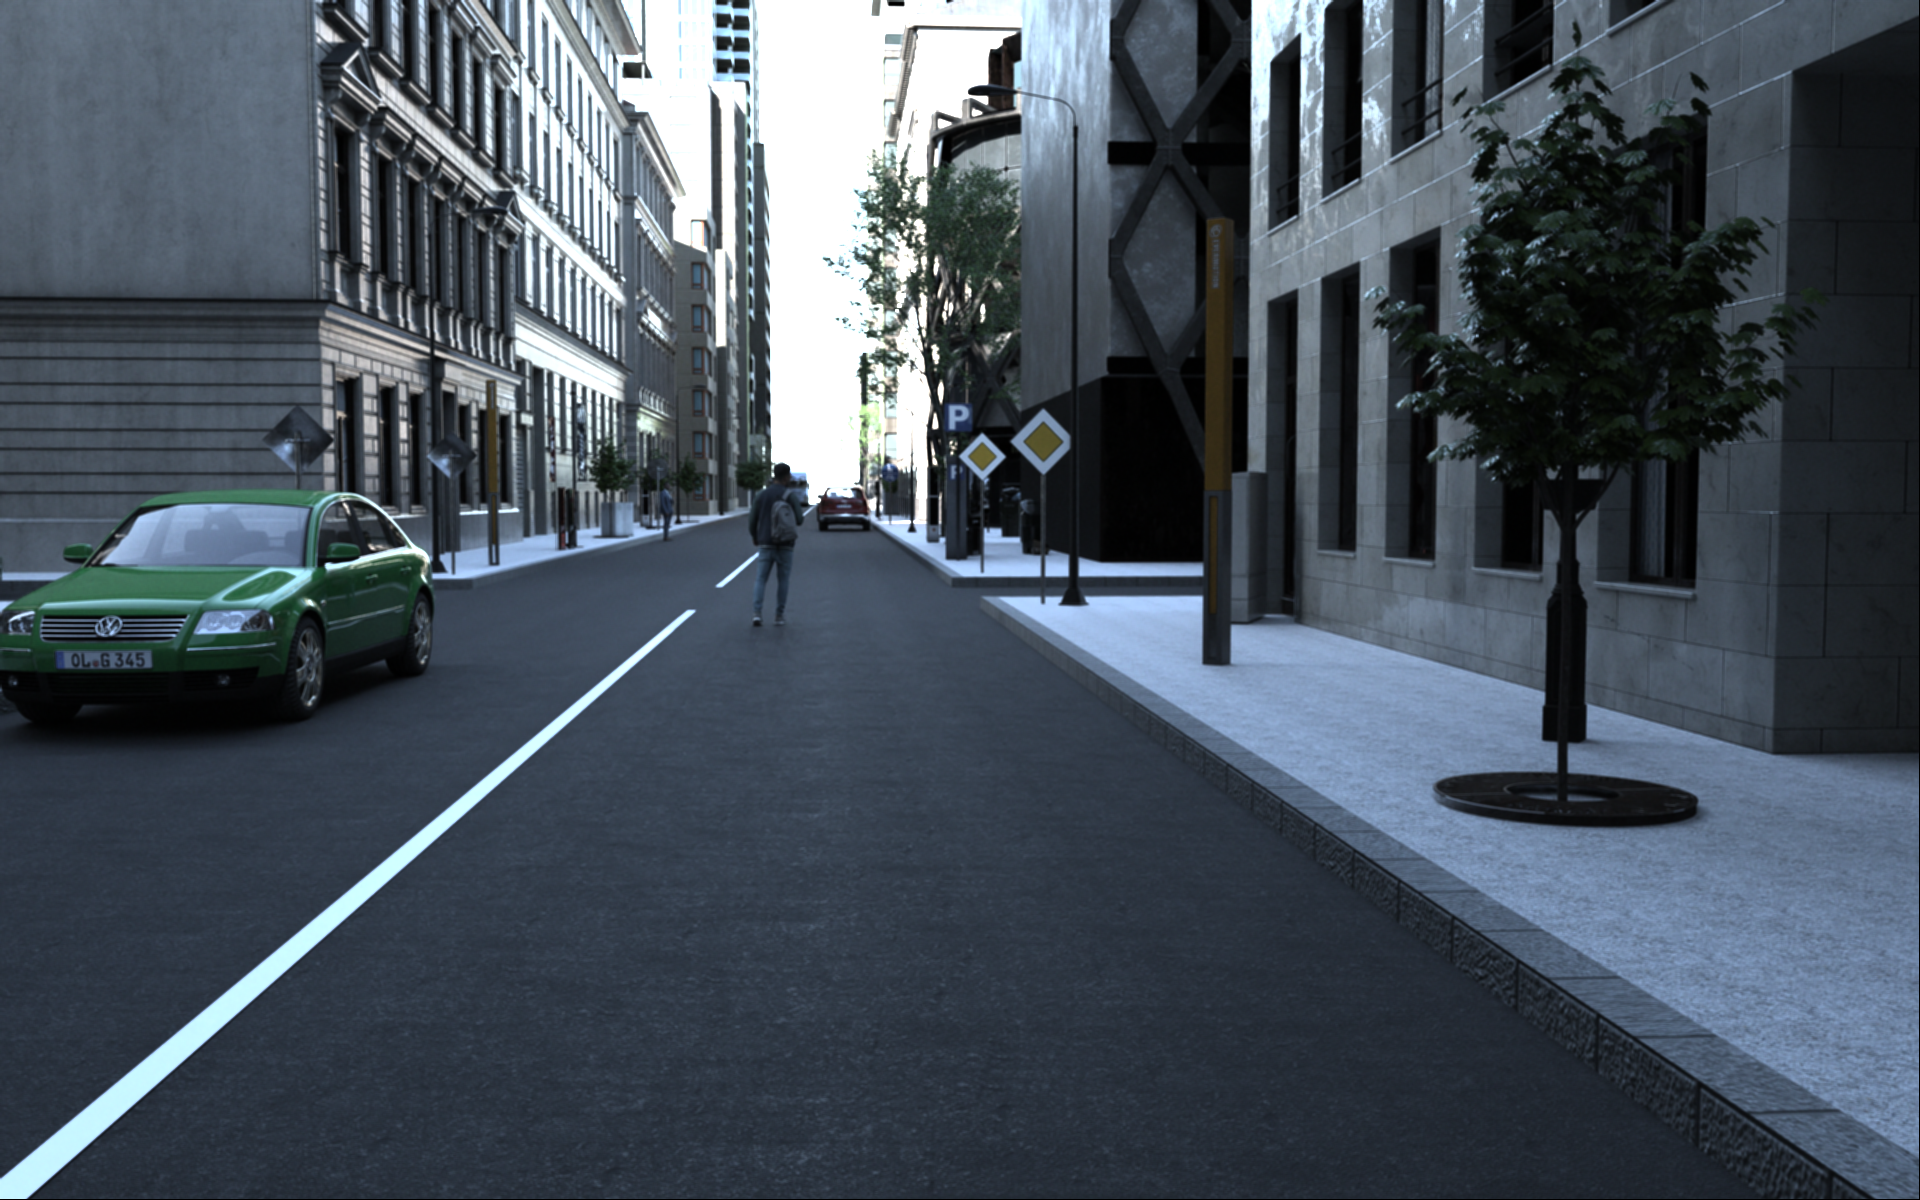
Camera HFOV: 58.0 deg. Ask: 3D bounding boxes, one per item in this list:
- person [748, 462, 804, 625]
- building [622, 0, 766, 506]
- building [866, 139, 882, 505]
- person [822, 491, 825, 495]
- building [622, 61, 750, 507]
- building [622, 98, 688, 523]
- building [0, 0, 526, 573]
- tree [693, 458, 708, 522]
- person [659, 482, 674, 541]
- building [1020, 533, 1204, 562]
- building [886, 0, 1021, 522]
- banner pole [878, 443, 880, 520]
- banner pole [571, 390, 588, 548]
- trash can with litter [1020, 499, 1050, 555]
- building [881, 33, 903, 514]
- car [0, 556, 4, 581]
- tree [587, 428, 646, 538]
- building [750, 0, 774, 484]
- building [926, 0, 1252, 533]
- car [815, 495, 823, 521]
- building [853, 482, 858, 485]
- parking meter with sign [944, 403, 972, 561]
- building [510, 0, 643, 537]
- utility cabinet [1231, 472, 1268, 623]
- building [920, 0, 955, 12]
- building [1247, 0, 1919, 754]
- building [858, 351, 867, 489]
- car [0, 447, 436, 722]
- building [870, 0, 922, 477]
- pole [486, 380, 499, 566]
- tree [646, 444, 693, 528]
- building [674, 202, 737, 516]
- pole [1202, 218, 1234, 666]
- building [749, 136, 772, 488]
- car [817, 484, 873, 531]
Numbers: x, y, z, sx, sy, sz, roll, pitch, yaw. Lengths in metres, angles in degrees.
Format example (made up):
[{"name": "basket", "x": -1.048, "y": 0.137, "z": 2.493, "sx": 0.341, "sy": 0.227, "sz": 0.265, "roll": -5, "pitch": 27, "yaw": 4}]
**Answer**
[{"name": "person", "x": -2.019, "y": -0.623, "z": 19.028, "sx": 0.623, "sy": 1.781, "sz": 0.721, "roll": 0, "pitch": 4, "yaw": -3}, {"name": "building", "x": -33.597, "y": -54.232, "z": 199.372, "sx": 22.319, "sy": 86.520, "sz": 31.000, "roll": 0, "pitch": 4, "yaw": -4}, {"name": "building", "x": -3.911, "y": -31.744, "z": 202.616, "sx": 14.154, "sy": 41.232, "sz": 14.086, "roll": 0, "pitch": 4, "yaw": -4}, {"name": "person", "x": -16.176, "y": -12.145, "z": 207.037, "sx": 1.348, "sy": 1.831, "sz": 0.705, "roll": 0, "pitch": 4, "yaw": -1}, {"name": "building", "x": -27.676, "y": -29.542, "z": 166.609, "sx": 14.154, "sy": 41.232, "sz": 14.086, "roll": 0, "pitch": 4, "yaw": -4}, {"name": "building", "x": -20.252, "y": -15.324, "z": 86.711, "sx": 11.583, "sy": 22.565, "sz": 21.152, "roll": 0, "pitch": 4, "yaw": -4}, {"name": "building", "x": -15.789, "y": -10.528, "z": 36.754, "sx": 10.561, "sy": 19.102, "sz": 19.286, "roll": 0, "pitch": 4, "yaw": -4}, {"name": "tree", "x": -12.254, "y": -5.150, "z": 78.802, "sx": 1.663, "sy": 3.219, "sz": 1.824, "roll": 0, "pitch": 3, "yaw": 0}, {"name": "person", "x": -9.058, "y": -2.737, "z": 53.439, "sx": 0.419, "sy": 1.800, "sz": 0.721, "roll": 0, "pitch": 4, "yaw": 5}, {"name": "building", "x": 10.569, "y": -10.410, "z": 37.657, "sx": 16.811, "sy": 18.784, "sz": 16.820, "roll": 0, "pitch": 4, "yaw": -4}, {"name": "building", "x": 2.821, "y": -17.936, "z": 90.521, "sx": 12.463, "sy": 27.353, "sz": 25.104, "roll": 0, "pitch": 4, "yaw": -4}, {"name": "banner pole", "x": -3.966, "y": -5.795, "z": 84.768, "sx": 0.401, "sy": 3.779, "sz": 0.863, "roll": 0, "pitch": 4, "yaw": -6}, {"name": "banner pole", "x": -9.205, "y": -3.169, "z": 41.828, "sx": 0.401, "sy": 3.779, "sz": 0.863, "roll": 1, "pitch": 4, "yaw": 16}, {"name": "trash can with litter", "x": 1.669, "y": -1.558, "z": 36.855, "sx": 0.624, "sy": 1.170, "sz": 1.055, "roll": -1, "pitch": 4, "yaw": -16}, {"name": "building", "x": 1.838, "y": -20.879, "z": 113.079, "sx": 14.160, "sy": 30.474, "sz": 14.107, "roll": 0, "pitch": 4, "yaw": -4}, {"name": "car", "x": -15.792, "y": -0.732, "z": 23.760, "sx": 4.920, "sy": 1.459, "sz": 2.131, "roll": 0, "pitch": 4, "yaw": -4}, {"name": "tree", "x": -10.238, "y": -3.439, "z": 50.834, "sx": 1.663, "sy": 3.219, "sz": 1.824, "roll": 0, "pitch": 3, "yaw": 0}, {"name": "building", "x": -36.596, "y": -49.492, "z": 247.445, "sx": 20.563, "sy": 71.187, "sz": 20.611, "roll": 0, "pitch": 4, "yaw": -4}, {"name": "building", "x": 6.975, "y": -12.382, "z": 69.890, "sx": 16.820, "sy": 18.784, "sz": 16.811, "roll": 0, "pitch": 4, "yaw": -4}, {"name": "car", "x": -6.797, "y": -5.090, "z": 93.014, "sx": 2.009, "sy": 1.686, "sz": 4.222, "roll": 0, "pitch": 4, "yaw": -3}, {"name": "building", "x": 0.643, "y": -34.211, "z": 251.230, "sx": 32.217, "sy": 40.220, "sz": 23.993, "roll": 0, "pitch": 4, "yaw": -4}, {"name": "parking meter with sign", "x": -0.054, "y": -2.317, "z": 34.138, "sx": 0.543, "sy": 3.016, "sz": 1.738, "roll": 0, "pitch": 4, "yaw": -1}, {"name": "building", "x": -20.814, "y": -13.929, "z": 61.027, "sx": 16.112, "sy": 22.955, "sz": 30.059, "roll": 0, "pitch": 4, "yaw": -4}, {"name": "utility cabinet", "x": 2.871, "y": -0.544, "z": 17.571, "sx": 0.318, "sy": 1.500, "sz": 1.173, "roll": 1, "pitch": 4, "yaw": 19}, {"name": "building", "x": 5.745, "y": -50.258, "z": 134.389, "sx": 22.319, "sy": 86.520, "sz": 31.000, "roll": 0, "pitch": 4, "yaw": -4}, {"name": "building", "x": 8.995, "y": -9.537, "z": 10.678, "sx": 10.420, "sy": 20.320, "sz": 16.860, "roll": 0, "pitch": 4, "yaw": -4}, {"name": "building", "x": 0.847, "y": -23.260, "z": 225.344, "sx": 27.650, "sy": 21.520, "sz": 28.899, "roll": 0, "pitch": 4, "yaw": -4}, {"name": "car", "x": -5.068, "y": -0.215, "z": 12.316, "sx": 1.959, "sy": 1.807, "sz": 4.718, "roll": 0, "pitch": 4, "yaw": -3}, {"name": "building", "x": 6.208, "y": -35.198, "z": 164.732, "sx": 28.713, "sy": 52.752, "sz": 27.495, "roll": 0, "pitch": 4, "yaw": -4}, {"name": "pole", "x": -8.389, "y": -2.277, "z": 31.077, "sx": 0.158, "sy": 3.312, "sz": 0.155, "roll": 0, "pitch": 3, "yaw": 0}, {"name": "tree", "x": -11.430, "y": -4.377, "z": 66.164, "sx": 1.663, "sy": 3.219, "sz": 1.824, "roll": 0, "pitch": 3, "yaw": 0}, {"name": "building", "x": -29.888, "y": -16.587, "z": 116.243, "sx": 27.650, "sy": 21.520, "sz": 28.899, "roll": 0, "pitch": 4, "yaw": -4}, {"name": "pole", "x": 1.933, "y": -1.169, "z": 12.951, "sx": 0.158, "sy": 3.312, "sz": 0.155, "roll": 0, "pitch": 3, "yaw": 0}, {"name": "building", "x": -35.752, "y": -36.880, "z": 226.694, "sx": 21.300, "sy": 48.544, "sz": 21.600, "roll": 0, "pitch": 4, "yaw": -4}, {"name": "car", "x": -4.602, "y": -3.707, "z": 69.286, "sx": 2.281, "sy": 1.827, "sz": 5.304, "roll": 0, "pitch": 4, "yaw": -3}]
